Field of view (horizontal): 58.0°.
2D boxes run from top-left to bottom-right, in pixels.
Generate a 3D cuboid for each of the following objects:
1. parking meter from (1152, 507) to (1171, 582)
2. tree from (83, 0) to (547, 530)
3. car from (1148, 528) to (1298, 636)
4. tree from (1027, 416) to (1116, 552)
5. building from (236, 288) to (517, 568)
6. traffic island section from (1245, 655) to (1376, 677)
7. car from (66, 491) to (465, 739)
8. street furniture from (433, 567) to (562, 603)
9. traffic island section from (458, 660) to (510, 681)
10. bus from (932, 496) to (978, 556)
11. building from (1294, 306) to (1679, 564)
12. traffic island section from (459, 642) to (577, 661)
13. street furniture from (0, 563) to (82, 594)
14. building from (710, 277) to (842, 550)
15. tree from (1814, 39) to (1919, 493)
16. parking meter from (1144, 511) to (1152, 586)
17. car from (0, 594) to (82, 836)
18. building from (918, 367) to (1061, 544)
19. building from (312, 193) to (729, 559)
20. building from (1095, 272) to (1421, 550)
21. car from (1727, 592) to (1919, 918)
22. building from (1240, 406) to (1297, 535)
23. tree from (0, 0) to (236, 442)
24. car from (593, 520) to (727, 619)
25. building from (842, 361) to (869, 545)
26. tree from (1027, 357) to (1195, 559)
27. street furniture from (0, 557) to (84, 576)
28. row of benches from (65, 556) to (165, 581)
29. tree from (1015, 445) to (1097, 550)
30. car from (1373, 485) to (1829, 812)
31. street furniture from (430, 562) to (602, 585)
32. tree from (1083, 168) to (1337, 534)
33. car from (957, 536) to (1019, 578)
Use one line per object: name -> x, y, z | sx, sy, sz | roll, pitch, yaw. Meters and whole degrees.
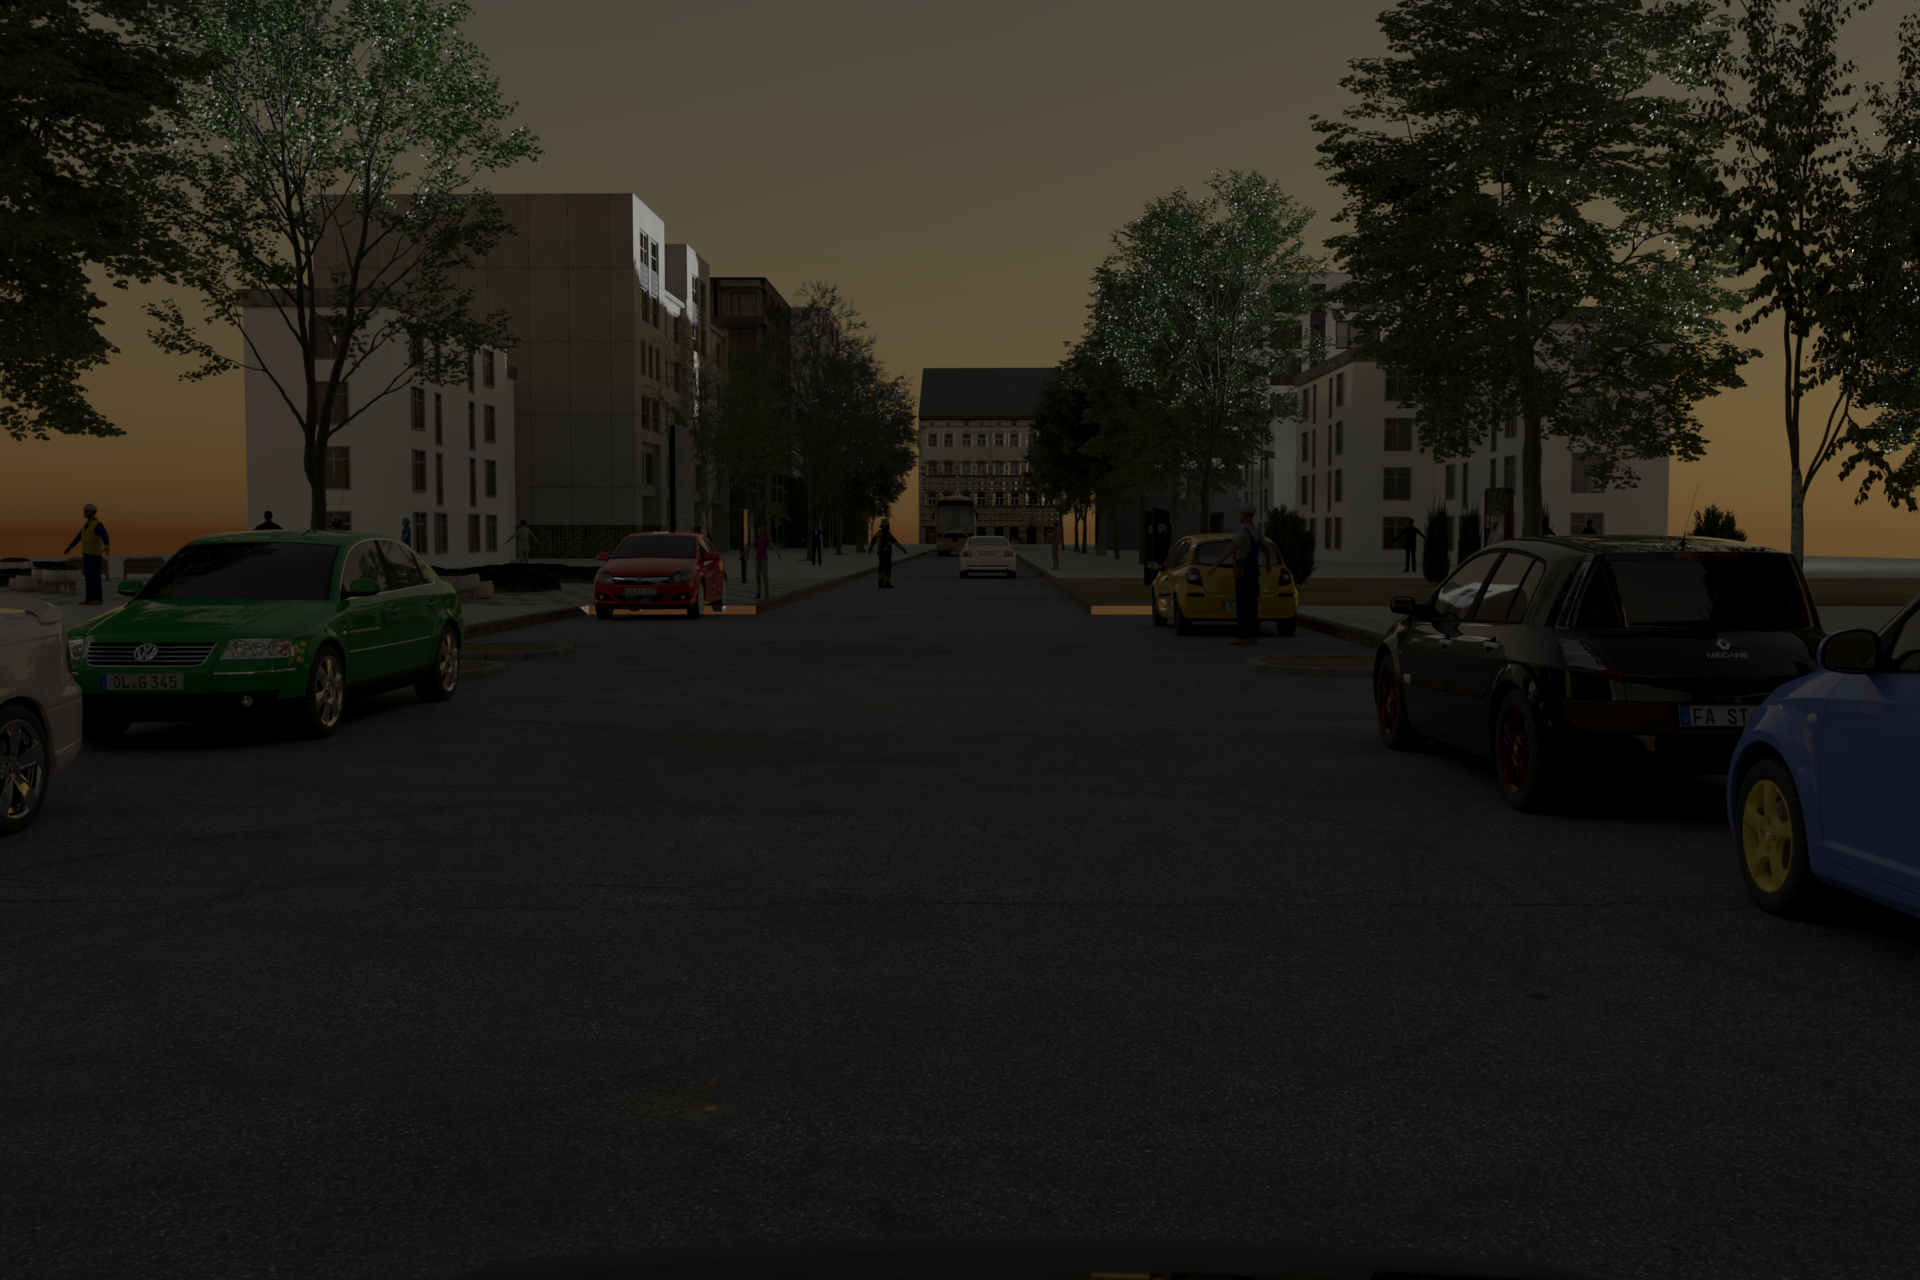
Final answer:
parking meter -> 4.339, -1.932, 37.302 | 0.399, 1.863, 0.255 | 0, 4, -1
tree -> -10.973, -6.343, 29.457 | 9.928, 11.665, 9.643 | 0, 3, 0
car -> 3.867, -0.954, 25.824 | 2.015, 1.641, 3.980 | 0, 4, -1
tree -> 8.518, -12.171, 124.749 | 9.928, 11.665, 9.643 | 0, 3, 0
building -> -23.507, -8.028, 73.402 | 9.099, 9.664, 28.070 | 0, 4, 2
traffic island section -> 4.069, 0.279, 18.306 | 1.991, 0.108, 1.994 | 0, 4, 1
car -> -5.280, -0.289, 13.522 | 1.959, 1.807, 4.718 | 0, 4, 1
street furniture -> -11.616, -1.252, 36.091 | 5.734, 0.657, 10.072 | 0, 4, -1
traffic island section -> -5.691, 0.325, 17.560 | 1.991, 0.108, 1.994 | 0, 4, 2
bus -> -0.174, -7.574, 115.386 | 2.896, 3.916, 12.252 | 0, 4, 1
building -> 22.090, -8.313, 78.060 | 9.099, 9.664, 28.070 | 0, 4, 1
traffic island section -> -5.649, 0.144, 20.517 | 1.991, 0.108, 1.994 | 0, 4, 1
street furniture -> -23.291, -1.455, 39.410 | 5.734, 0.657, 10.072 | -2, 4, -35
building -> -25.768, -18.979, 154.281 | 27.936, 21.610, 32.646 | 0, 4, 1
tree -> 24.279, -8.119, 39.407 | 9.857, 13.997, 8.962 | 0, 3, 0
parking meter -> 4.789, -2.290, 43.148 | 0.399, 1.863, 0.255 | 0, 4, -1
car -> -5.437, 0.332, 6.937 | 2.083, 1.381, 4.827 | 0, 4, 1
building -> 4.190, -24.091, 227.265 | 18.063, 23.208, 19.493 | 0, 4, 2
building -> -24.975, -14.655, 106.060 | 16.747, 18.905, 31.486 | 0, 4, 1
building -> 25.661, -18.833, 151.895 | 27.936, 21.610, 32.646 | 0, 4, 1
car -> 3.836, 0.257, 5.391 | 1.945, 1.707, 3.694 | 0, 4, 1
building -> 24.974, -10.475, 113.419 | 9.099, 9.664, 28.070 | 0, 4, 1
tree -> -11.922, -6.175, 19.086 | 7.486, 12.596, 7.792 | 0, 3, 0
car -> -5.257, -1.323, 30.677 | 2.155, 1.783, 4.494 | 0, 4, 0
building -> -25.635, -21.809, 200.544 | 27.936, 21.610, 32.646 | 0, 4, 1
tree -> 7.882, -9.364, 87.515 | 8.767, 10.594, 7.601 | -1, 4, -14
street furniture -> -29.141, -2.177, 51.227 | 5.734, 0.657, 10.072 | -1, 4, -13
row of benches -> -22.903, -2.017, 48.438 | 4.104, 0.672, 1.422 | -2, 4, -25
tree -> 7.785, -12.321, 135.854 | 7.601, 10.594, 8.767 | 0, 4, 4
car -> 3.699, -0.033, 10.322 | 2.009, 1.686, 4.222 | 0, 4, 0
street furniture -> -11.681, -1.941, 47.368 | 10.072, 0.657, 5.734 | 2, 4, 32
tree -> 7.124, -7.567, 49.475 | 9.928, 11.665, 9.643 | 0, 3, 0
car -> 0.918, -2.753, 57.376 | 2.083, 1.381, 4.827 | 0, 4, 1
